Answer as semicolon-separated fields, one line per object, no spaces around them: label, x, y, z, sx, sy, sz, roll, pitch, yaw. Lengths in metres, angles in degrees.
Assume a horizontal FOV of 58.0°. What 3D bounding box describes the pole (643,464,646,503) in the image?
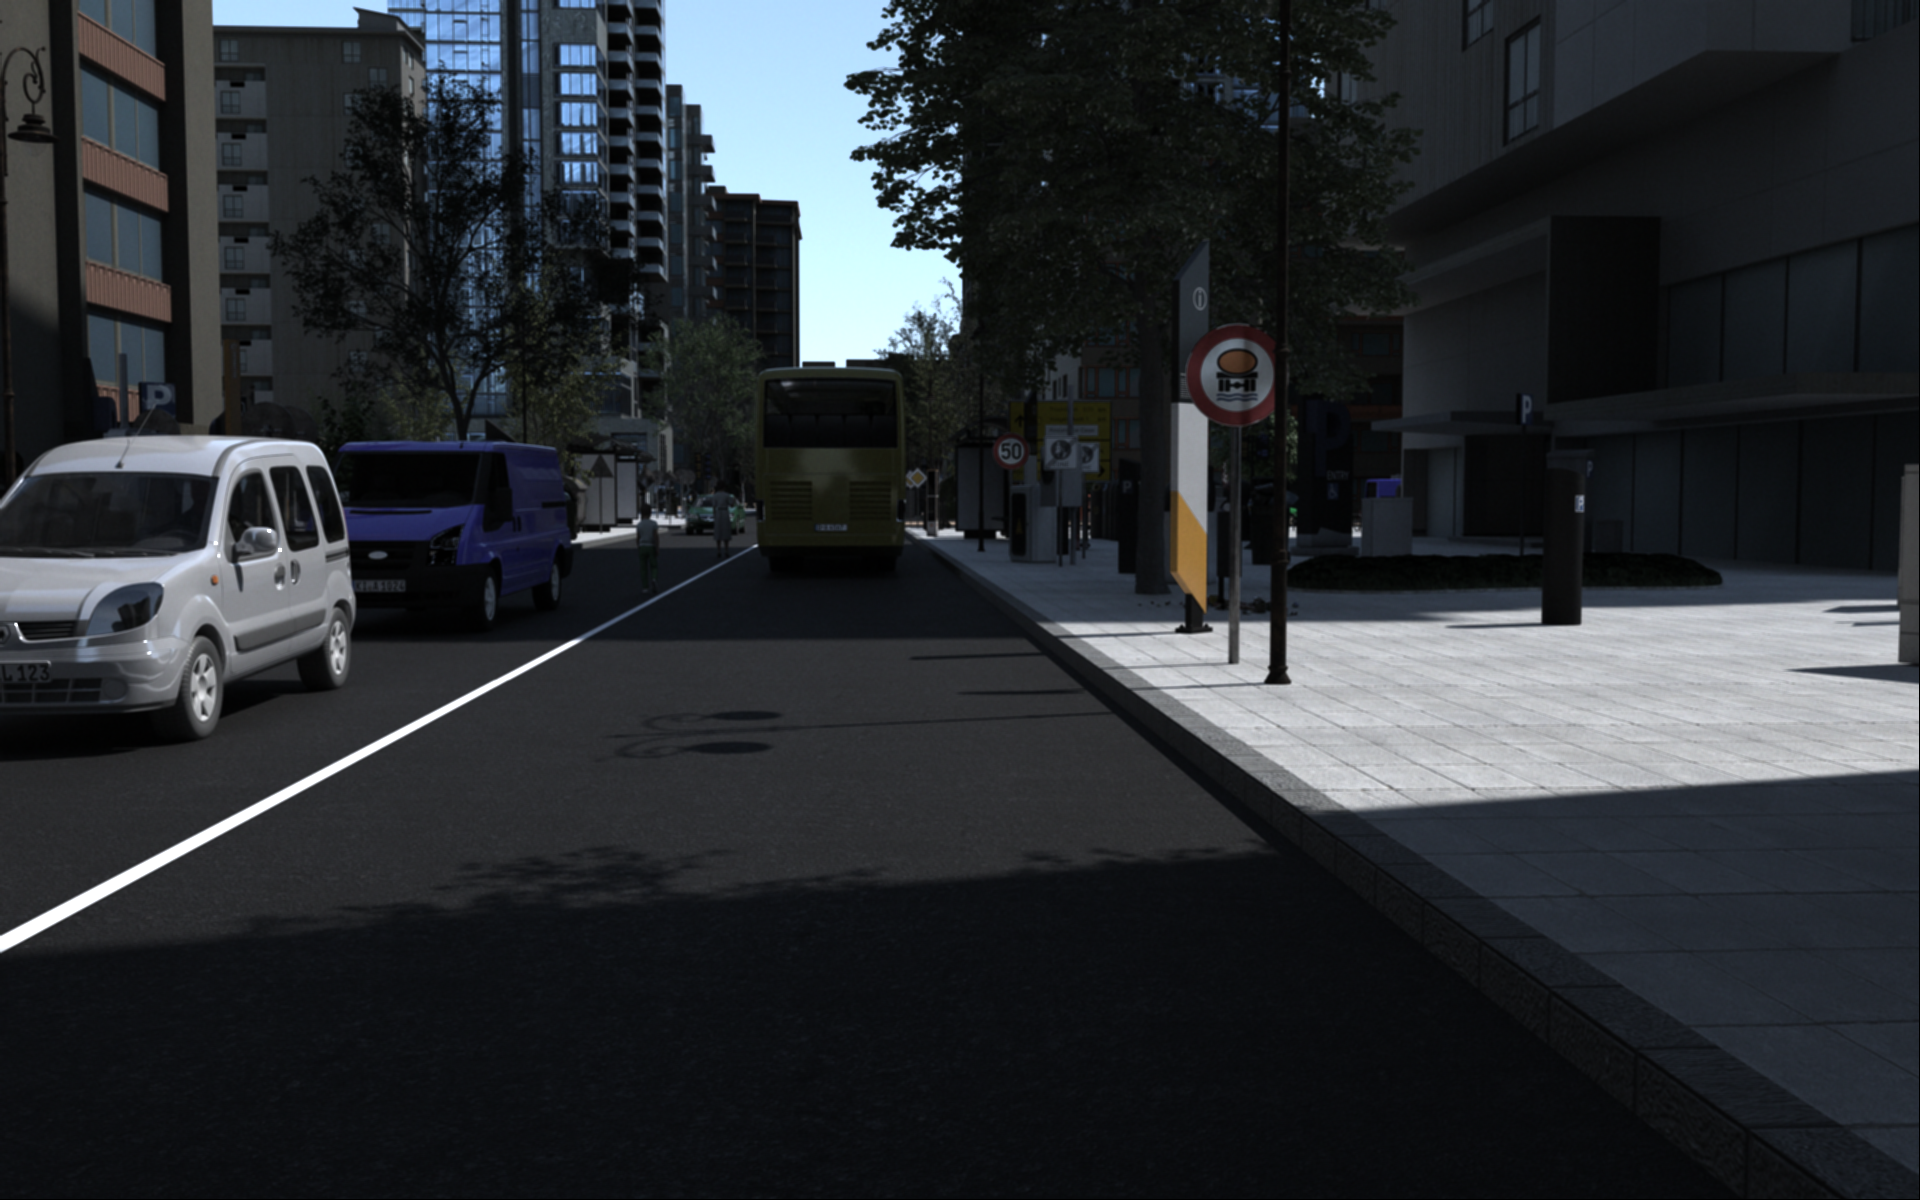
pole;-21.582;-7.625;118.518;0.158;3.312;0.155;0;3;0

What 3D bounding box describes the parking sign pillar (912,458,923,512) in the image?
parking sign pillar;-3.151;-8.395;125.734;1.447;3.967;1.447;-1;4;-14

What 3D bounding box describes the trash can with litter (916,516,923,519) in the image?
trash can with litter;-1.779;-4.759;88.873;1.678;1.210;2.233;2;4;24

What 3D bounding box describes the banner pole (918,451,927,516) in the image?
banner pole;-2.218;-6.803;101.250;0.863;3.779;0.401;-3;5;-44

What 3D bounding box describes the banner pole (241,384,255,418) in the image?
banner pole;-16.148;-3.005;39.150;0.401;3.779;0.863;2;4;28

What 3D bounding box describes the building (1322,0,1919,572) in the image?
building;25.103;-27.520;39.184;28.713;52.752;27.495;0;4;-3

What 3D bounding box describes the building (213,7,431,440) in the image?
building;-72.754;-37.151;196.665;27.495;52.752;28.713;0;4;-3

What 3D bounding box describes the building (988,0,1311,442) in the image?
building;14.455;-50.121;132.150;22.319;86.520;31.000;0;4;-3

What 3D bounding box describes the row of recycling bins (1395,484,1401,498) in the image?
row of recycling bins;16.717;-3.412;62.901;1.069;1.692;3.534;3;4;36

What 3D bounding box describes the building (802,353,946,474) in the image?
building;-8.569;-25.007;253.895;28.899;21.520;27.650;0;4;-3

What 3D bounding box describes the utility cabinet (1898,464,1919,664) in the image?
utility cabinet;7.455;-0.234;12.507;0.318;1.500;1.173;-2;4;-29

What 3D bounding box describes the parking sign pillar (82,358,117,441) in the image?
parking sign pillar;-17.332;-2.843;34.963;1.447;3.967;1.447;-1;4;-19

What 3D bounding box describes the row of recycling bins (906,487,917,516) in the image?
row of recycling bins;-3.136;-5.910;103.734;1.069;1.692;3.534;0;4;-5

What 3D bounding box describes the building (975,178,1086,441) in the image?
building;8.245;-23.753;160.063;14.160;30.474;14.107;0;4;-3

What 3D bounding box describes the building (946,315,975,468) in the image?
building;13.382;-20.641;182.520;27.650;21.520;28.899;0;4;-3

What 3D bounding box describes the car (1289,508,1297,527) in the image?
car;11.439;-3.671;68.809;4.718;1.807;1.959;0;4;-5

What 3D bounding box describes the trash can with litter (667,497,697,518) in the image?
trash can with litter;-14.584;-4.991;92.659;2.233;1.210;1.678;1;4;23

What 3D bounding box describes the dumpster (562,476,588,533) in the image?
dumpster;-13.009;-3.133;56.985;1.264;1.857;1.865;0;4;-4

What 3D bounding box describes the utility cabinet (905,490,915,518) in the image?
utility cabinet;-2.947;-5.147;92.837;1.173;1.500;0.318;-3;5;-42

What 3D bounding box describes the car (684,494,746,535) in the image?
car;-8.744;-3.083;62.202;2.131;1.459;4.920;0;4;-2

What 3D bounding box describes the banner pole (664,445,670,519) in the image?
banner pole;-15.080;-6.049;88.912;0.401;3.779;0.863;0;4;-7

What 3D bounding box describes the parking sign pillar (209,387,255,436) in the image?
parking sign pillar;-17.971;-3.320;42.756;1.447;3.967;1.447;1;4;15

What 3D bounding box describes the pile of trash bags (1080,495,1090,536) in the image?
pile of trash bags;4.843;-2.751;54.729;3.447;1.369;1.912;-3;5;-42

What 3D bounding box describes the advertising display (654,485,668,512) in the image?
advertising display;-21.437;-7.274;124.137;0.974;1.923;0.123;0;4;-7

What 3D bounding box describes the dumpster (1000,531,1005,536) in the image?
dumpster;0.880;-2.818;51.826;1.264;1.857;1.865;0;4;-3

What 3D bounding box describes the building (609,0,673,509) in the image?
building;-37.764;-51.822;159.964;22.319;86.520;31.000;0;4;-3

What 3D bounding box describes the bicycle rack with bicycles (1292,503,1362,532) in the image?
bicycle rack with bicycles;12.774;-2.851;59.996;2.852;0.926;2.925;0;4;-6

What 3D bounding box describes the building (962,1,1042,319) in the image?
building;8.864;-46.925;205.482;20.563;71.187;20.611;0;4;-3

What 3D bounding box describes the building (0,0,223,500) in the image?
building;-33.497;-23.746;42.872;28.867;44.769;22.147;0;4;-3

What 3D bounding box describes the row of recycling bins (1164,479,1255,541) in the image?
row of recycling bins;7.274;-2.499;47.967;3.534;1.692;1.069;2;4;32

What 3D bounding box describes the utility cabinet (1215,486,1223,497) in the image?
utility cabinet;6.339;-2.250;45.471;1.173;1.500;0.318;-2;4;-25

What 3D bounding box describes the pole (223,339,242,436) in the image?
pole;-9.595;-1.778;22.906;0.158;3.312;0.155;0;3;0

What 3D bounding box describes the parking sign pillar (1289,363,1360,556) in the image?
parking sign pillar;7.611;-2.911;36.062;1.447;3.967;1.447;-3;4;-38

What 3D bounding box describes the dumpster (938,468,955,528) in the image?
dumpster;-0.079;-3.839;65.259;1.502;2.255;1.985;0;4;-4

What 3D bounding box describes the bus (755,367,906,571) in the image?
bus;-2.553;-2.658;35.013;2.896;3.916;12.252;0;4;-4

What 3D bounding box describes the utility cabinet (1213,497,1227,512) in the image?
utility cabinet;4.731;-1.406;34.148;1.020;1.237;0.306;-1;4;-20

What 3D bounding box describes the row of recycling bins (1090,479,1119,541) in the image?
row of recycling bins;4.462;-2.539;48.629;1.069;1.692;3.534;-1;4;-9

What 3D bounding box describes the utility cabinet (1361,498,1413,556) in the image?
utility cabinet;7.802;-1.254;31.672;1.020;1.237;0.306;-2;4;-30

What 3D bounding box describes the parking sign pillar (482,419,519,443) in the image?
parking sign pillar;-16.330;-4.472;61.592;1.447;3.967;1.447;1;4;17

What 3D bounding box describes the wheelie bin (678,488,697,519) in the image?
wheelie bin;-14.085;-5.049;90.462;0.693;1.594;0.980;-2;4;-28

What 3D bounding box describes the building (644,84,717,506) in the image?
building;-44.023;-35.599;201.650;30.456;49.044;23.786;0;4;-3

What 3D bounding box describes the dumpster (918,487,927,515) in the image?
dumpster;-1.955;-6.121;105.832;1.264;1.857;1.865;0;4;-3

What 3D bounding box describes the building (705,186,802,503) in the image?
building;-37.214;-36.318;248.423;28.867;44.769;22.147;0;4;-3

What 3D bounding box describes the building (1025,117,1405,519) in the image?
building;19.437;-15.493;98.347;28.899;21.520;27.650;0;4;-3

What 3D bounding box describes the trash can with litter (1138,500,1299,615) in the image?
trash can with litter;3.032;-0.501;19.252;1.678;1.210;2.233;-1;4;-12
